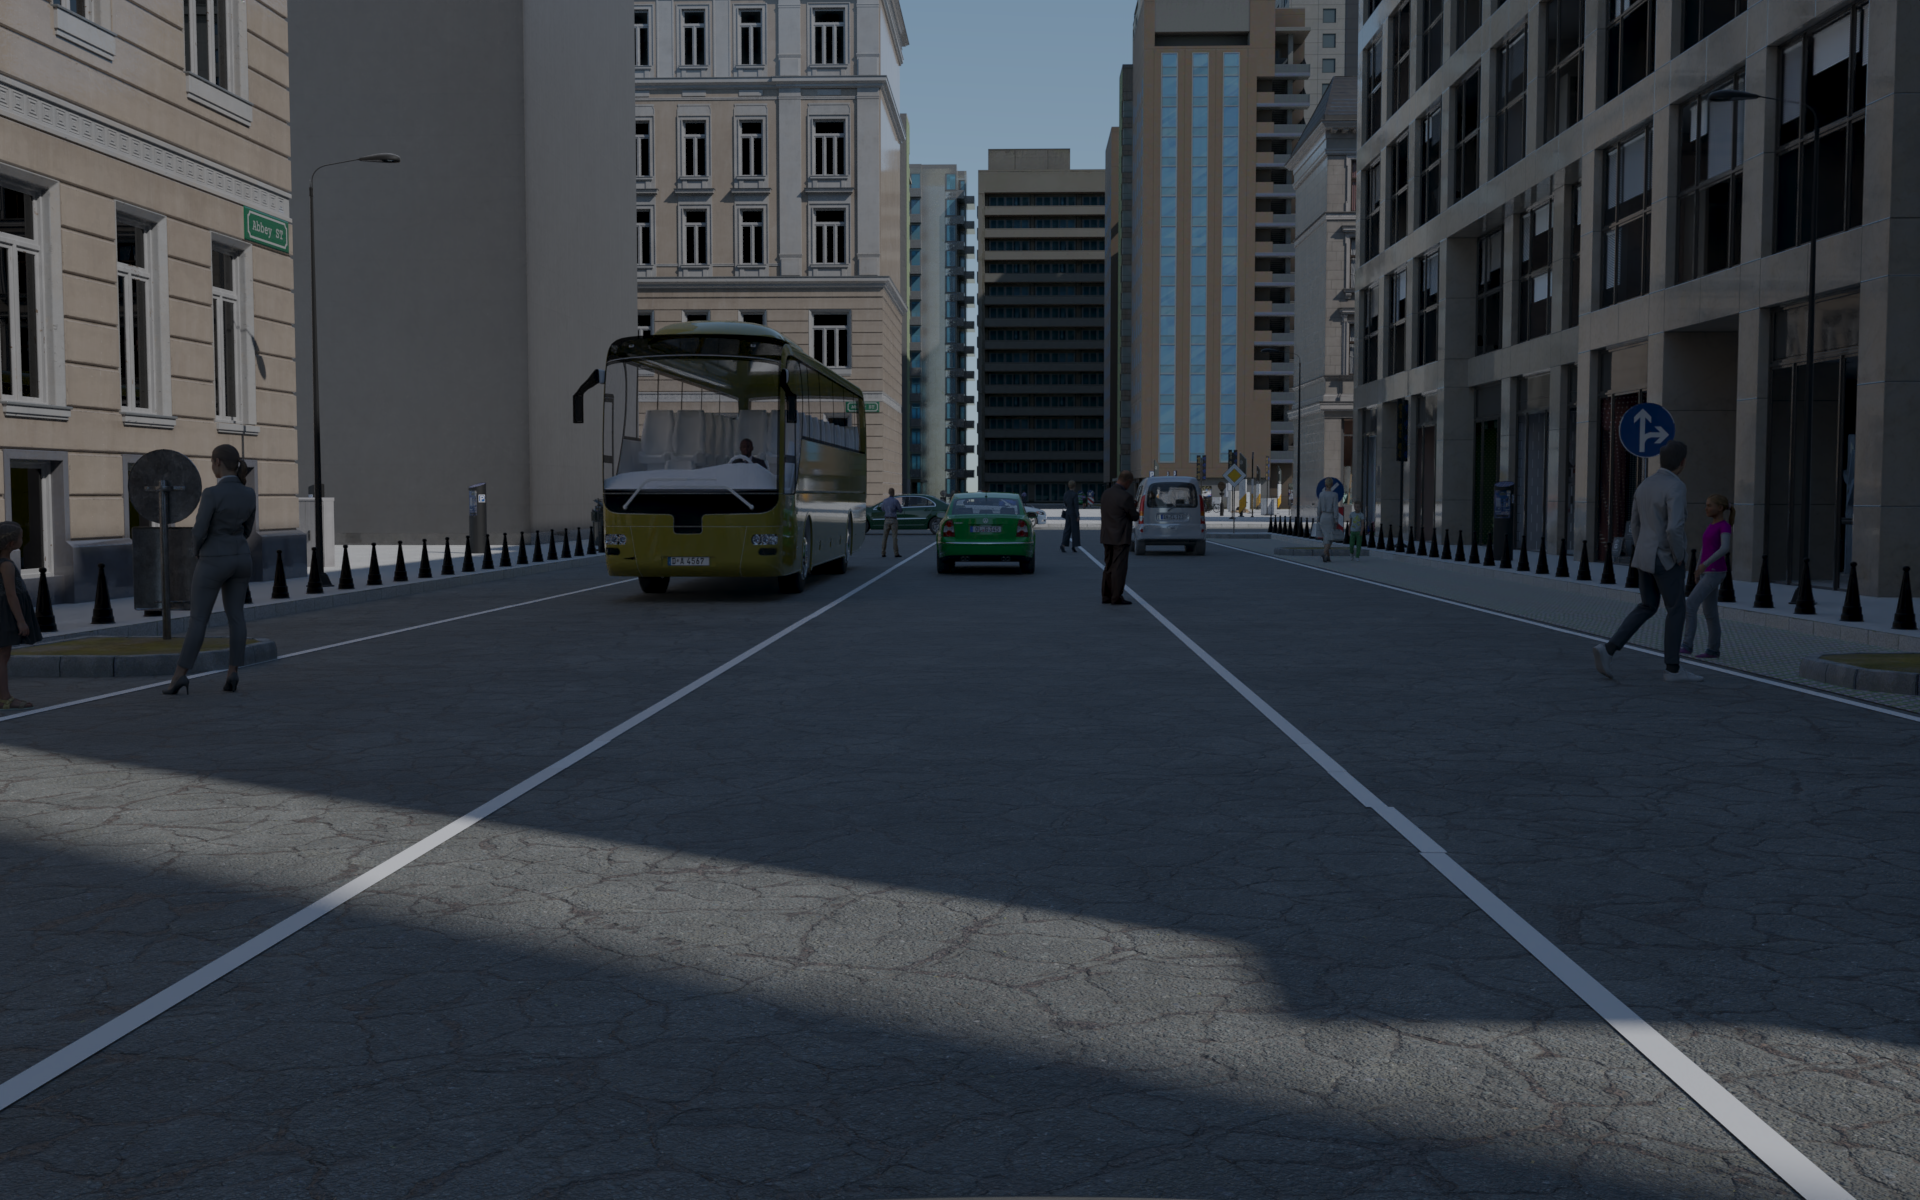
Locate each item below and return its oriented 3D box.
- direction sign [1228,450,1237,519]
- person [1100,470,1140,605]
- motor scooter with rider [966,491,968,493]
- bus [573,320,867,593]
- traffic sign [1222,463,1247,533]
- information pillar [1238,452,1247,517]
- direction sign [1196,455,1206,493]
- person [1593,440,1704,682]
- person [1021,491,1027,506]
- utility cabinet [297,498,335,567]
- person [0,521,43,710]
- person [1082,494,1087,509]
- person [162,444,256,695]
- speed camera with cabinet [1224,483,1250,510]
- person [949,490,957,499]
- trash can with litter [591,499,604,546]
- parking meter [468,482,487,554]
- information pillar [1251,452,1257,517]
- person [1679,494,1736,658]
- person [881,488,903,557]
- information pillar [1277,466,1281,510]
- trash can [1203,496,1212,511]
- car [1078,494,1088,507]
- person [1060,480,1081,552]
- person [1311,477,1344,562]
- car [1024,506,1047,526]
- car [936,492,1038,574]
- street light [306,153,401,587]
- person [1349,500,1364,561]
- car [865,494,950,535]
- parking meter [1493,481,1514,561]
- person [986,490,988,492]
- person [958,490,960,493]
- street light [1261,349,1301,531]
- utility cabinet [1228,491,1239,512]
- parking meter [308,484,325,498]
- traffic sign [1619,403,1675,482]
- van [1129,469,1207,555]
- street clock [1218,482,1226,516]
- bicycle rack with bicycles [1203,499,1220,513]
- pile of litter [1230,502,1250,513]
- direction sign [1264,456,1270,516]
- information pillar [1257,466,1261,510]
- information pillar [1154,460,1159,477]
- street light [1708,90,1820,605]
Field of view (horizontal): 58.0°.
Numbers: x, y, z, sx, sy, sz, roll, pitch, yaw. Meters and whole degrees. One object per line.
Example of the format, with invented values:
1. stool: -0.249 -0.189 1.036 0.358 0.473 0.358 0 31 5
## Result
1. direction sign: 13.912 -5.897 88.409 0.379 3.537 0.876 3 5 39
2. person: 2.094 -0.816 22.531 0.565 1.739 0.600 2 4 28
3. motor scooter with rider: 0.643 -10.109 174.254 0.876 1.779 1.986 0 4 3
4. bus: -3.325 -2.249 28.320 2.896 3.916 12.252 0 4 2
5. traffic sign: 8.952 -3.237 56.572 0.795 2.450 0.064 0 4 2
6. information pillar: 15.863 -6.472 97.178 0.183 3.616 0.504 -3 5 -42
7. direction sign: 14.038 -6.654 100.785 0.379 3.537 0.876 -2 4 -30
8. person: 5.298 -0.300 13.254 0.795 1.843 0.661 0 4 -6
9. person: 7.969 -12.653 215.246 0.709 1.838 0.599 0 4 -2
10. utility cabinet: -11.567 -1.191 30.636 1.020 1.237 0.306 1 4 22
11. person: -6.343 0.097 11.583 0.373 1.253 0.362 -2 4 -32
12. person: 11.875 -9.428 165.882 0.421 1.427 0.697 -1 4 -16
13. person: -5.422 -0.229 12.518 0.573 1.790 0.520 1 4 8
14. speed camera with cabinet: 23.012 -9.144 143.834 2.038 3.252 0.660 0 4 -8
15. person: -0.475 -10.726 183.878 1.348 1.823 0.705 1 4 17
16. trash can with litter: -8.595 -1.926 42.878 1.055 1.170 0.624 0 4 -3
17. parking meter: -10.410 -1.772 37.391 0.372 1.533 0.369 0 3 0
18. information pillar: 16.125 -6.367 95.460 0.183 3.616 0.504 1 4 13
19. person: 6.333 -0.194 14.906 0.776 1.435 0.726 0 4 -1
20. person: -1.567 -1.759 39.319 0.516 1.574 0.319 2 4 26
21. information pillar: 26.443 -9.304 143.468 0.183 3.616 0.504 3 4 37
22. trash can: 18.446 -7.192 129.236 0.748 1.137 0.748 0 3 0
23. car: 13.375 -11.344 194.267 1.959 1.807 4.718 0 4 2
24. person: 2.737 -2.056 42.542 0.576 1.772 0.534 2 4 28
25. person: 7.653 -1.672 36.195 0.624 1.780 0.694 -3 4 -36
26. car: 1.399 -3.723 72.876 4.499 1.417 2.014 0 4 1
27. car: 0.501 -1.456 32.595 1.959 1.807 4.718 0 4 1
28. street light: -8.318 -3.134 23.777 1.470 5.913 1.316 0 4 2
29. person: 8.419 -1.472 36.810 0.306 1.304 0.590 0 4 4
30. car: -2.115 -3.057 61.773 4.920 1.459 2.131 0 3 0
31. parking meter: 10.494 -1.530 33.433 0.372 1.533 0.369 0 3 0
32. person: 2.865 -10.736 183.993 0.705 1.831 1.348 -3 4 -37
33. person: -0.077 -9.781 168.440 0.705 1.821 1.348 -1 4 -23
34. street light: 10.311 -5.071 55.452 1.470 5.913 1.316 0 4 2
35. utility cabinet: 19.831 -7.083 124.486 1.173 1.500 0.318 -2 4 -32
36. parking meter: -15.733 -2.077 42.370 0.372 1.533 0.369 0 3 0
37. traffic sign: 9.572 -1.475 24.219 0.768 2.556 0.104 0 4 4
38. van: 4.974 -2.131 41.853 2.013 2.044 4.112 0 4 2
39. street clock: 15.276 -5.900 101.030 0.471 2.002 0.358 2 4 27
40. bicycle rack with bicycles: 16.963 -6.487 119.436 2.852 0.926 2.925 -3 4 -37
41. pile of litter: 19.351 -6.412 118.808 1.176 0.858 1.719 -3 5 -41
42. direction sign: 18.234 -6.773 102.735 0.379 3.537 0.876 1 4 22
43. information pillar: 24.364 -9.182 141.474 0.183 3.616 0.504 -2 4 -24
44. information pillar: 13.308 -7.717 117.533 0.183 3.616 0.504 3 5 42
45. street light: 9.295 -2.906 20.056 1.470 5.913 1.316 0 4 2
